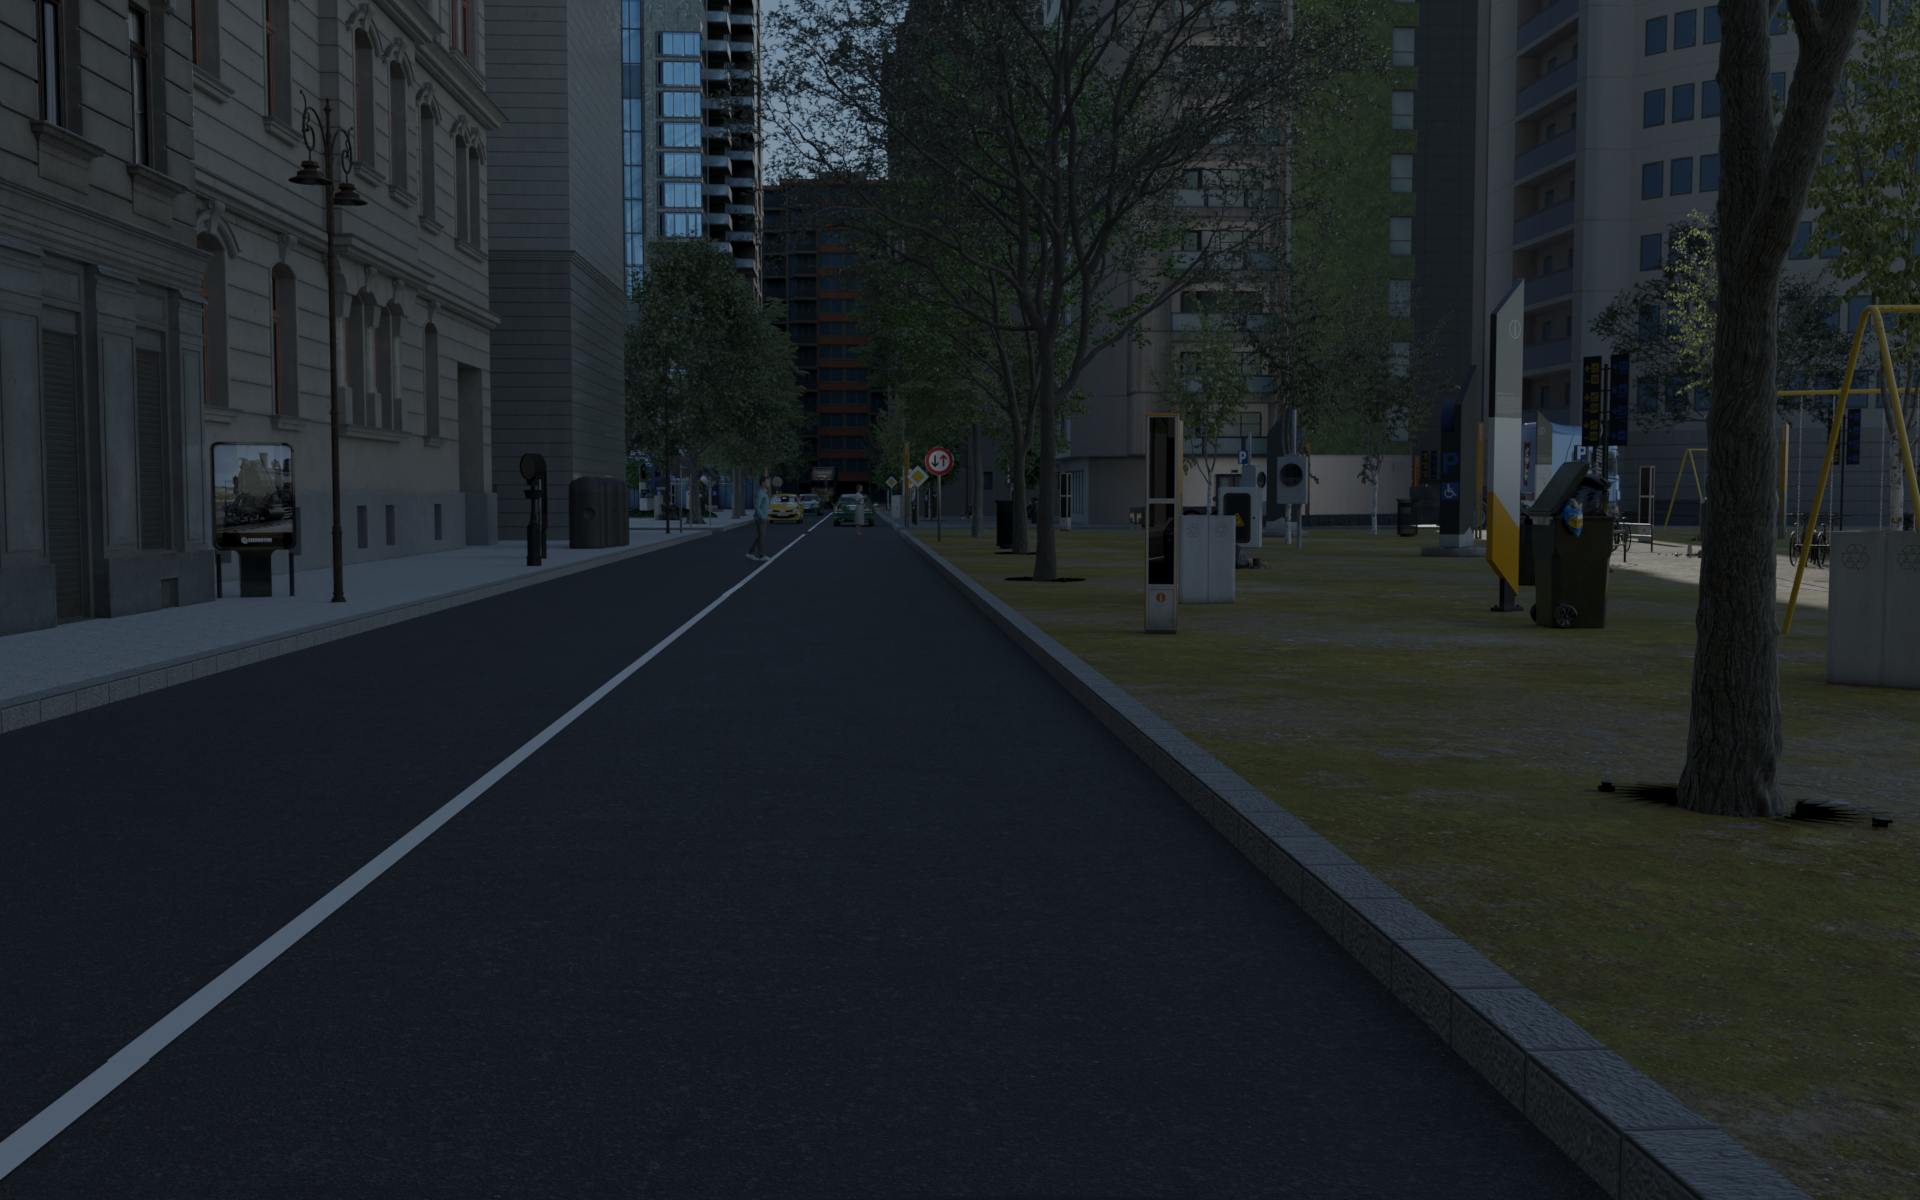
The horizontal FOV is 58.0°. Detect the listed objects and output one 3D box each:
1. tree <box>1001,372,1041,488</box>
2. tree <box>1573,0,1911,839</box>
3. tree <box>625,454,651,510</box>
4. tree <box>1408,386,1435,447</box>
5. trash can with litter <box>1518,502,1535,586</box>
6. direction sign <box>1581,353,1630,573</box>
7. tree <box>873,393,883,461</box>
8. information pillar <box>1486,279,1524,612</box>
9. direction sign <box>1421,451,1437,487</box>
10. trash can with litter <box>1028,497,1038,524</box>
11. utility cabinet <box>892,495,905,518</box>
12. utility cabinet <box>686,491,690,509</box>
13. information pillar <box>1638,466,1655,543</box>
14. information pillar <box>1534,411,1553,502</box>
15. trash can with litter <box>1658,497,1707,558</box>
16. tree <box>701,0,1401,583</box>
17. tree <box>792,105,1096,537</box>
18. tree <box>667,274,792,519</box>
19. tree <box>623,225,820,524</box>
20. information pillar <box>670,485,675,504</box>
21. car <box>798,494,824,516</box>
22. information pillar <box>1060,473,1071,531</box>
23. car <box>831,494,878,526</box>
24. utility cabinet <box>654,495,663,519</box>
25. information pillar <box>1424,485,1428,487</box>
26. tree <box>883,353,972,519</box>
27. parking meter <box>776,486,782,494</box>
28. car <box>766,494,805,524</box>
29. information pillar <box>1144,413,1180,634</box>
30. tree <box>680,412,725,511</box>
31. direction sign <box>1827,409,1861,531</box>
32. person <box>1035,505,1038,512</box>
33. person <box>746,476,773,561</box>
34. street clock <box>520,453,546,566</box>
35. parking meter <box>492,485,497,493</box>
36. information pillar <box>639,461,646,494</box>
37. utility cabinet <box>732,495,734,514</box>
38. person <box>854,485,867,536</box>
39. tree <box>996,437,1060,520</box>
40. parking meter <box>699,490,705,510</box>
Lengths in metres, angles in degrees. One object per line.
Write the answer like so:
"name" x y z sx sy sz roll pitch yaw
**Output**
"tree" 4.640 -9.003 97.559 4.360 8.622 3.978 0 3 0
"tree" 3.319 -4.950 6.684 9.928 11.665 9.643 0 3 0
"tree" -26.313 -9.570 140.181 4.285 4.588 4.351 0 3 0
"tree" 20.764 -8.238 85.049 4.737 8.622 4.395 0 3 0
"trash can with litter" 8.242 -0.789 24.293 1.055 1.170 0.624 2 4 32
"direction sign" 10.530 -2.221 28.314 0.379 3.537 0.876 -2 4 -32
"tree" -2.504 -8.928 96.341 4.737 8.622 4.395 0 3 0
"information pillar" 5.925 -1.679 18.813 0.504 3.616 0.183 -3 4 -36
"direction sign" 24.572 -6.041 90.763 0.876 3.537 0.379 -1 4 -11
"trash can with litter" 3.500 -3.877 74.781 1.055 1.170 0.624 -2 4 -24
"utility cabinet" -3.302 -4.957 92.213 0.306 1.237 1.020 -2 4 -28
"utility cabinet" -17.344 -6.344 112.410 0.318 1.500 1.173 2 4 24
"information pillar" 18.041 -2.510 45.523 0.304 2.012 0.304 3 4 38
"information pillar" 16.425 -3.514 48.806 0.504 3.616 0.183 -1 4 -12
"trash can with litter" 15.077 -1.483 35.313 1.678 1.210 2.233 2 4 26
"tree" 1.376 -7.027 25.257 12.009 13.543 11.850 0 3 0
"tree" 0.103 -8.149 51.358 7.486 12.596 7.792 0 3 0
"tree" -11.697 -10.490 89.633 7.486 12.596 7.792 0 3 0
"tree" -11.506 -9.602 74.005 9.611 12.733 9.660 0 3 0
"information pillar" -22.519 -8.033 135.830 0.304 2.012 0.304 -1 4 -21
"car" -10.082 -6.332 115.326 2.131 1.459 4.920 0 4 -2
"information pillar" 3.673 -3.412 60.277 0.304 2.012 0.304 2 4 30
"car" -4.764 -4.059 78.160 2.131 1.459 4.920 0 4 -2
"utility cabinet" -15.557 -4.781 89.336 0.306 1.237 1.020 0 4 0
"information pillar" 36.536 -8.027 135.736 0.304 2.012 0.304 -2 4 -27
"tree" -1.280 -8.423 88.080 4.737 8.622 4.395 0 3 0
"parking meter" -13.224 -7.383 126.420 0.399 1.863 0.255 3 5 44
"car" -8.538 -4.532 84.325 2.015 1.641 3.980 0 4 -3
"information pillar" 1.857 -0.699 15.926 0.304 2.012 0.304 1 4 8
"tree" -17.131 -10.190 116.973 4.737 8.622 4.395 0 3 0
"direction sign" 23.577 -3.319 46.265 0.379 3.537 0.876 -3 4 -36
"person" 3.225 -3.495 66.226 0.593 1.750 0.643 2 4 35
"person" -4.334 -1.764 37.360 0.620 1.820 0.660 0 4 -2
"street clock" -7.602 -1.608 30.856 0.471 2.002 0.358 3 5 40
"parking meter" -12.738 -2.357 46.942 0.372 1.533 0.369 0 3 0
"information pillar" -22.356 -7.993 122.035 0.183 3.616 0.504 3 5 44
"utility cabinet" -13.156 -5.589 102.540 0.306 1.237 1.020 1 4 19
"person" -3.403 -3.108 59.892 0.524 1.755 0.480 1 4 18
"tree" 3.206 -6.279 86.367 4.285 4.588 4.351 0 3 0
"parking meter" -15.813 -5.975 106.096 0.372 1.533 0.369 0 3 0
